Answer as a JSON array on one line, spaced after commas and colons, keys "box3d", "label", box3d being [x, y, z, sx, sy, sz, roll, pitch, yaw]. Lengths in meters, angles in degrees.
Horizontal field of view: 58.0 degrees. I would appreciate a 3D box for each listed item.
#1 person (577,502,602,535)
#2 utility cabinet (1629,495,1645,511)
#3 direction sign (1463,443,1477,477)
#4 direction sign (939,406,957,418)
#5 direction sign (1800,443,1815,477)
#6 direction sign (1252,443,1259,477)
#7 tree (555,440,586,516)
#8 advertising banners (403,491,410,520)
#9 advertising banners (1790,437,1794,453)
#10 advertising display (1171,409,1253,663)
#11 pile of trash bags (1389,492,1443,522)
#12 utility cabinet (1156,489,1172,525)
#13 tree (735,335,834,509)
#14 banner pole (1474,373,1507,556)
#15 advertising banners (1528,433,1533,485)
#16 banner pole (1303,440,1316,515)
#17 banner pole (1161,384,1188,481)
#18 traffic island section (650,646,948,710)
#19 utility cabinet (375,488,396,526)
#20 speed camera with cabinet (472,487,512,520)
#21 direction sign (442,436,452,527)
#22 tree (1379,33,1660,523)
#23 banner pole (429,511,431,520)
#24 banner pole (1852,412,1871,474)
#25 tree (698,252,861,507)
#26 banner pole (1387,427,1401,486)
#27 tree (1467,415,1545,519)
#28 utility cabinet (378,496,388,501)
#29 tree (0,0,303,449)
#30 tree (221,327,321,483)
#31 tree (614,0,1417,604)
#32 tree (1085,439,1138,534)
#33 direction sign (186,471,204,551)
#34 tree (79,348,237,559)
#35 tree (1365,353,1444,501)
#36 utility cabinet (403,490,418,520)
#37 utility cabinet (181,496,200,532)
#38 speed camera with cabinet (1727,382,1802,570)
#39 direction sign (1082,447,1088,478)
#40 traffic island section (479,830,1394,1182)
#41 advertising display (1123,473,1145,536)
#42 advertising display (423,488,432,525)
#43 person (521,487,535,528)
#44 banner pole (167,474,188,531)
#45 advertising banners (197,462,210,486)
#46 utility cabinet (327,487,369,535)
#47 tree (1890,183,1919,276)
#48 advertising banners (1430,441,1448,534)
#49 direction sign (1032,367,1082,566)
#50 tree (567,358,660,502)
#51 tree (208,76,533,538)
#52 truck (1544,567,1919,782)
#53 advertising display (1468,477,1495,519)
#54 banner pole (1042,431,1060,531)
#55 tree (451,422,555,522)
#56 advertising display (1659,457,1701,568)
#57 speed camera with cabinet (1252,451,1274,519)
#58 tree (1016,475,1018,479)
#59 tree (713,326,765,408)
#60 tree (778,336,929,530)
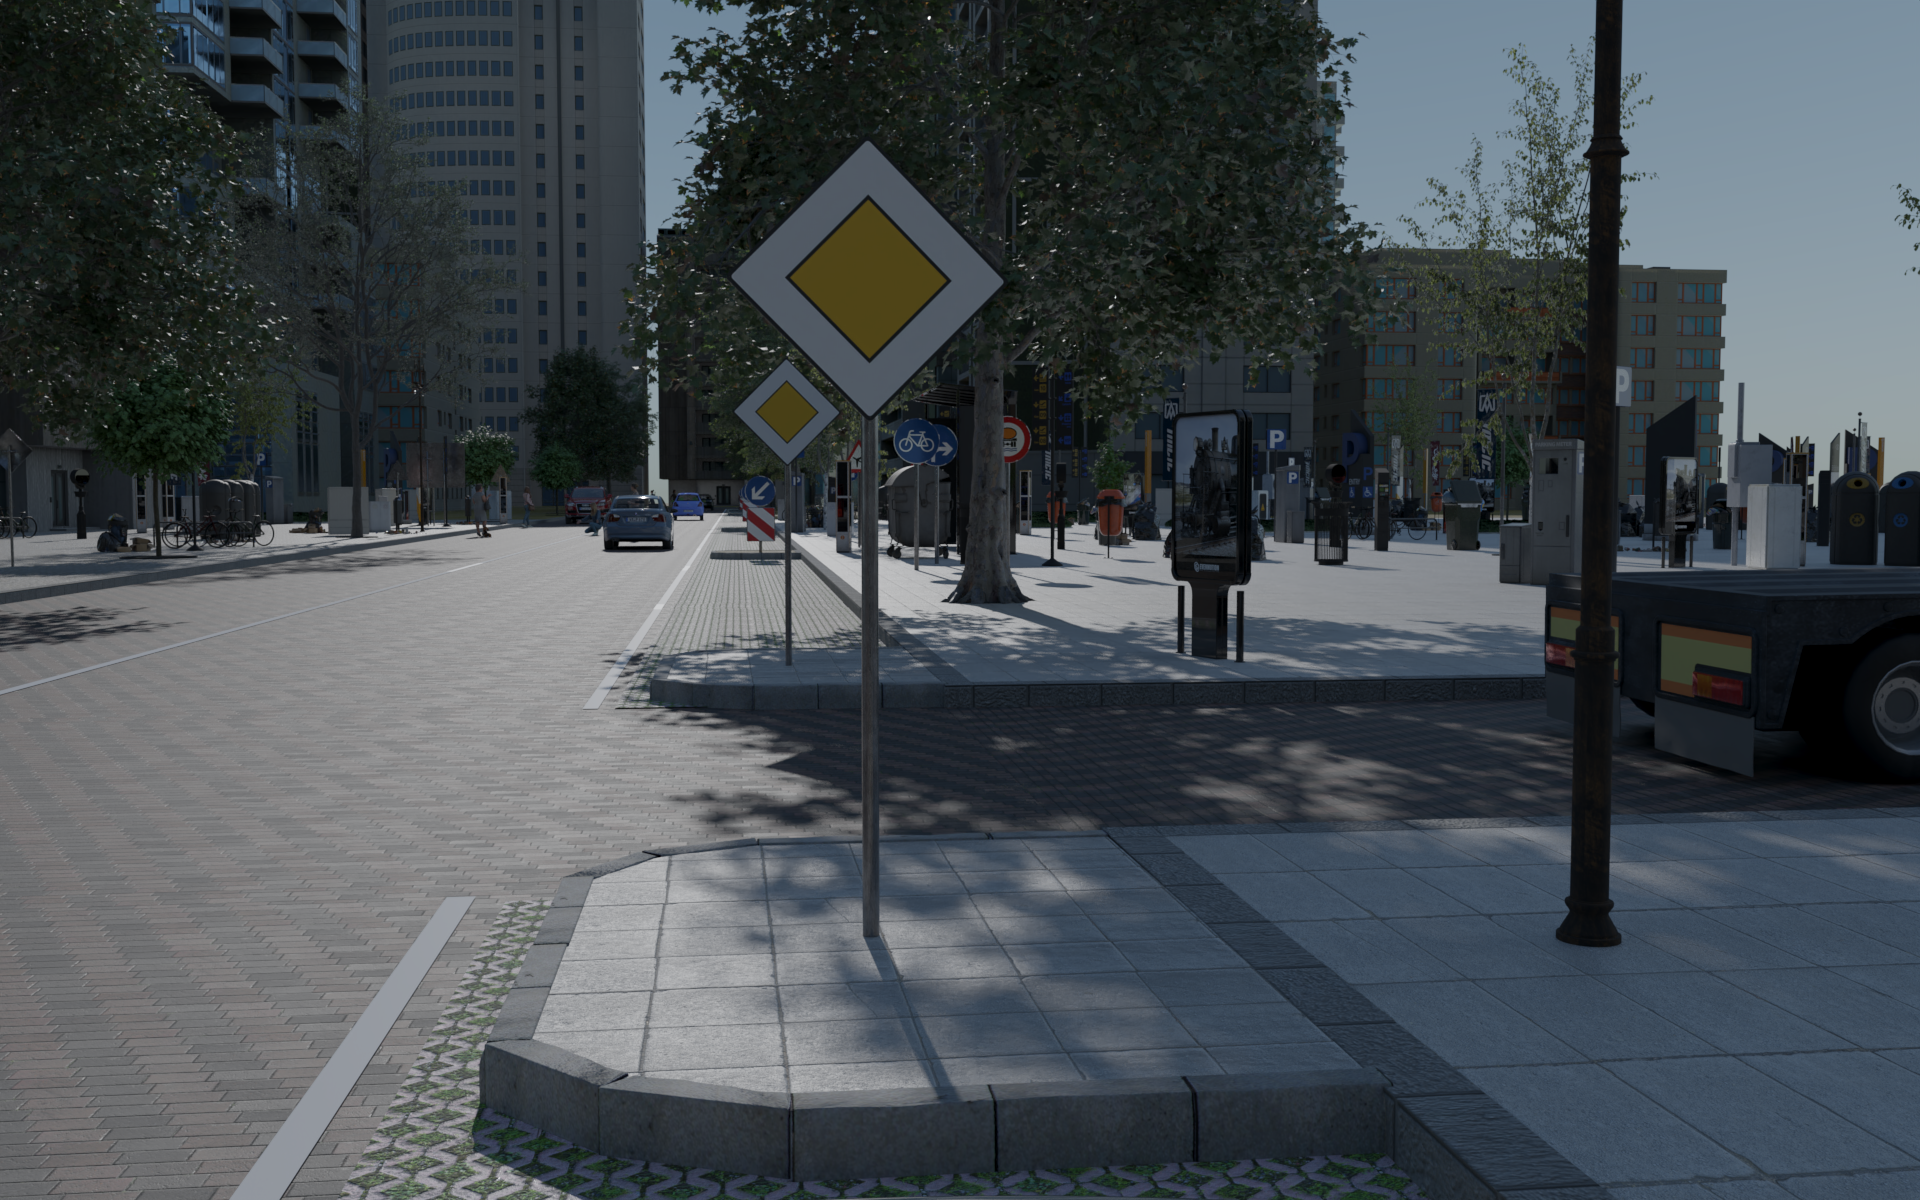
[{"box3d": [-12.754, -2.827, 60.228, 0.738, 1.151, 1.012, -3, 5, -42], "label": "person"}, {"box3d": [36.305, -4.977, 92.528, 1.020, 1.237, 0.306, 2, 4, 26], "label": "utility cabinet"}, {"box3d": [22.608, -5.180, 76.694, 0.379, 3.537, 0.876, -2, 4, -31], "label": "direction sign"}, {"box3d": [-0.165, -3.218, 44.612, 0.876, 3.537, 0.379, 2, 4, 35], "label": "direction sign"}, {"box3d": [37.824, -5.228, 77.479, 0.379, 3.537, 0.876, -1, 4, -22], "label": "direction sign"}, {"box3d": [13.027, -5.226, 77.445, 0.379, 3.537, 0.876, -2, 4, -32], "label": "direction sign"}, {"box3d": [-24.014, -7.326, 103.499, 4.285, 4.588, 4.351, 0, 3, 0], "label": "tree"}, {"box3d": [-25.367, -5.085, 79.329, 0.090, 3.025, 2.074, 0, 4, -3], "label": "advertising banners"}, {"box3d": [25.579, -3.510, 53.576, 0.090, 3.025, 2.074, 1, 4, 18], "label": "advertising banners"}, {"box3d": [1.957, -0.509, 13.542, 0.123, 1.923, 0.974, -2, 4, -24], "label": "advertising display"}, {"box3d": [20.726, -4.327, 80.495, 3.447, 1.369, 1.912, 0, 4, 1], "label": "pile of trash bags"}, {"box3d": [8.494, -3.746, 69.929, 1.173, 1.500, 0.318, 1, 4, 10], "label": "utility cabinet"}, {"box3d": [-10.080, -11.423, 104.894, 7.486, 12.596, 7.792, 0, 3, 0], "label": "tree"}, {"box3d": [11.127, -2.822, 36.160, 0.401, 3.779, 0.863, -3, 5, -42], "label": "banner pole"}, {"box3d": [17.102, -3.339, 50.772, 0.090, 3.025, 2.074, 3, 5, 43], "label": "advertising banners"}, {"box3d": [16.373, -5.563, 80.969, 0.401, 3.779, 0.863, -3, 5, -40], "label": "banner pole"}, {"box3d": [4.941, -3.029, 39.544, 0.863, 3.779, 0.401, 3, 5, 44], "label": "banner pole"}, {"box3d": [-1.261, 0.570, 12.969, 2.009, 0.180, 2.903, 0, 4, -7], "label": "traffic island section"}, {"box3d": [-22.873, -3.687, 68.969, 0.318, 1.500, 1.173, 0, 4, 8], "label": "utility cabinet"}, {"box3d": [-23.131, -5.577, 85.520, 0.660, 3.252, 2.038, 2, 4, 35], "label": "speed camera with cabinet"}, {"box3d": [-20.107, -4.633, 67.746, 0.379, 3.537, 0.876, -1, 4, -23], "label": "direction sign"}, {"box3d": [9.224, -4.754, 28.096, 4.360, 8.622, 3.978, 0, 3, 0], "label": "tree"}, {"box3d": [-25.800, -5.804, 84.918, 0.863, 3.779, 0.401, -3, 5, -42], "label": "banner pole"}, {"box3d": [27.566, -3.851, 52.987, 0.863, 3.779, 0.401, -3, 5, -43], "label": "banner pole"}, {"box3d": [-7.719, -10.691, 81.452, 9.857, 13.997, 8.962, 0, 3, 0], "label": "tree"}, {"box3d": [16.172, -4.573, 64.791, 0.863, 3.779, 0.401, -2, 4, -30], "label": "banner pole"}, {"box3d": [22.605, -5.380, 71.677, 4.285, 4.588, 4.351, 0, 3, 0], "label": "tree"}, {"box3d": [-20.698, -3.121, 62.188, 0.306, 1.237, 1.020, -1, 4, -17], "label": "utility cabinet"}, {"box3d": [-14.189, -6.528, 23.741, 9.611, 12.733, 9.660, 0, 3, 0], "label": "tree"}, {"box3d": [-26.849, -7.067, 65.911, 4.737, 8.622, 4.395, 0, 3, 0], "label": "tree"}, {"box3d": [0.439, -6.314, 20.237, 9.611, 12.733, 9.660, 0, 3, 0], "label": "tree"}, {"box3d": [4.743, -3.682, 54.802, 1.663, 3.219, 1.824, 0, 3, 0], "label": "tree"}, {"box3d": [-17.306, -2.880, 39.082, 0.379, 3.537, 0.876, -2, 4, -31], "label": "direction sign"}, {"box3d": [-16.089, -3.121, 34.741, 4.285, 4.588, 4.351, 0, 3, 0], "label": "tree"}, {"box3d": [23.057, -8.493, 89.231, 4.737, 8.622, 4.395, 0, 3, 0], "label": "tree"}, {"box3d": [-26.895, -4.668, 84.999, 0.318, 1.500, 1.173, 1, 4, 22], "label": "utility cabinet"}, {"box3d": [-24.779, -2.766, 56.385, 1.020, 1.237, 0.306, -2, 4, -26], "label": "utility cabinet"}, {"box3d": [13.969, -2.187, 30.086, 0.660, 3.252, 2.038, 0, 4, 5], "label": "speed camera with cabinet"}, {"box3d": [5.733, -5.570, 83.058, 0.876, 3.537, 0.379, -2, 4, -28], "label": "direction sign"}, {"box3d": [-0.239, 1.054, 5.050, 2.009, 0.180, 2.903, 0, 4, -7], "label": "traffic island section"}, {"box3d": [5.326, -2.930, 53.116, 0.123, 1.923, 0.974, -2, 4, -29], "label": "advertising display"}, {"box3d": [-22.441, -4.120, 72.577, 0.974, 1.923, 0.123, 3, 5, 41], "label": "advertising display"}, {"box3d": [-18.584, -3.987, 74.275, 0.643, 1.750, 0.593, -3, 5, -40], "label": "person"}, {"box3d": [-27.415, -4.328, 60.784, 0.863, 3.779, 0.401, -2, 4, -23], "label": "banner pole"}, {"box3d": [-24.827, -3.818, 58.609, 2.074, 3.025, 0.090, -1, 4, -9], "label": "advertising banners"}, {"box3d": [-19.050, -2.768, 53.932, 1.173, 1.500, 0.318, -2, 4, -29], "label": "utility cabinet"}, {"box3d": [20.803, -5.020, 32.434, 4.737, 8.622, 4.395, 0, 3, 0], "label": "tree"}, {"box3d": [15.845, -3.666, 56.127, 0.090, 3.025, 2.074, -1, 4, -20], "label": "advertising banners"}, {"box3d": [1.646, -2.373, 30.797, 0.876, 3.537, 0.379, 3, 4, 38], "label": "direction sign"}, {"box3d": [-32.142, -15.385, 158.191, 9.857, 13.997, 8.962, 0, 3, 0], "label": "tree"}, {"box3d": [-17.580, -8.567, 50.439, 12.009, 13.543, 11.850, 0, 3, 0], "label": "tree"}, {"box3d": [13.062, -1.260, 10.354, 18.799, 4.110, 2.967, 0, 4, -5], "label": "truck"}, {"box3d": [19.448, -3.635, 64.638, 0.974, 1.923, 0.123, 0, 4, 5], "label": "advertising display"}, {"box3d": [3.210, -4.279, 59.986, 0.863, 3.779, 0.401, 1, 4, 17], "label": "banner pole"}, {"box3d": [-21.826, -5.844, 79.261, 4.285, 4.588, 4.351, 0, 3, 0], "label": "tree"}, {"box3d": [12.515, -1.527, 30.174, 0.974, 1.923, 0.123, -2, 4, -35], "label": "advertising display"}, {"box3d": [13.899, -5.193, 79.243, 0.660, 3.252, 2.038, 3, 4, 39], "label": "speed camera with cabinet"}, {"box3d": [1.632, -4.766, 72.518, 1.663, 3.219, 1.824, 0, 3, 0], "label": "tree"}, {"box3d": [-17.400, -18.933, 165.446, 12.611, 20.169, 13.585, 0, 3, 0], "label": "tree"}, {"box3d": [-2.987, -5.951, 47.659, 4.360, 8.622, 3.978, 0, 3, 0], "label": "tree"}]
